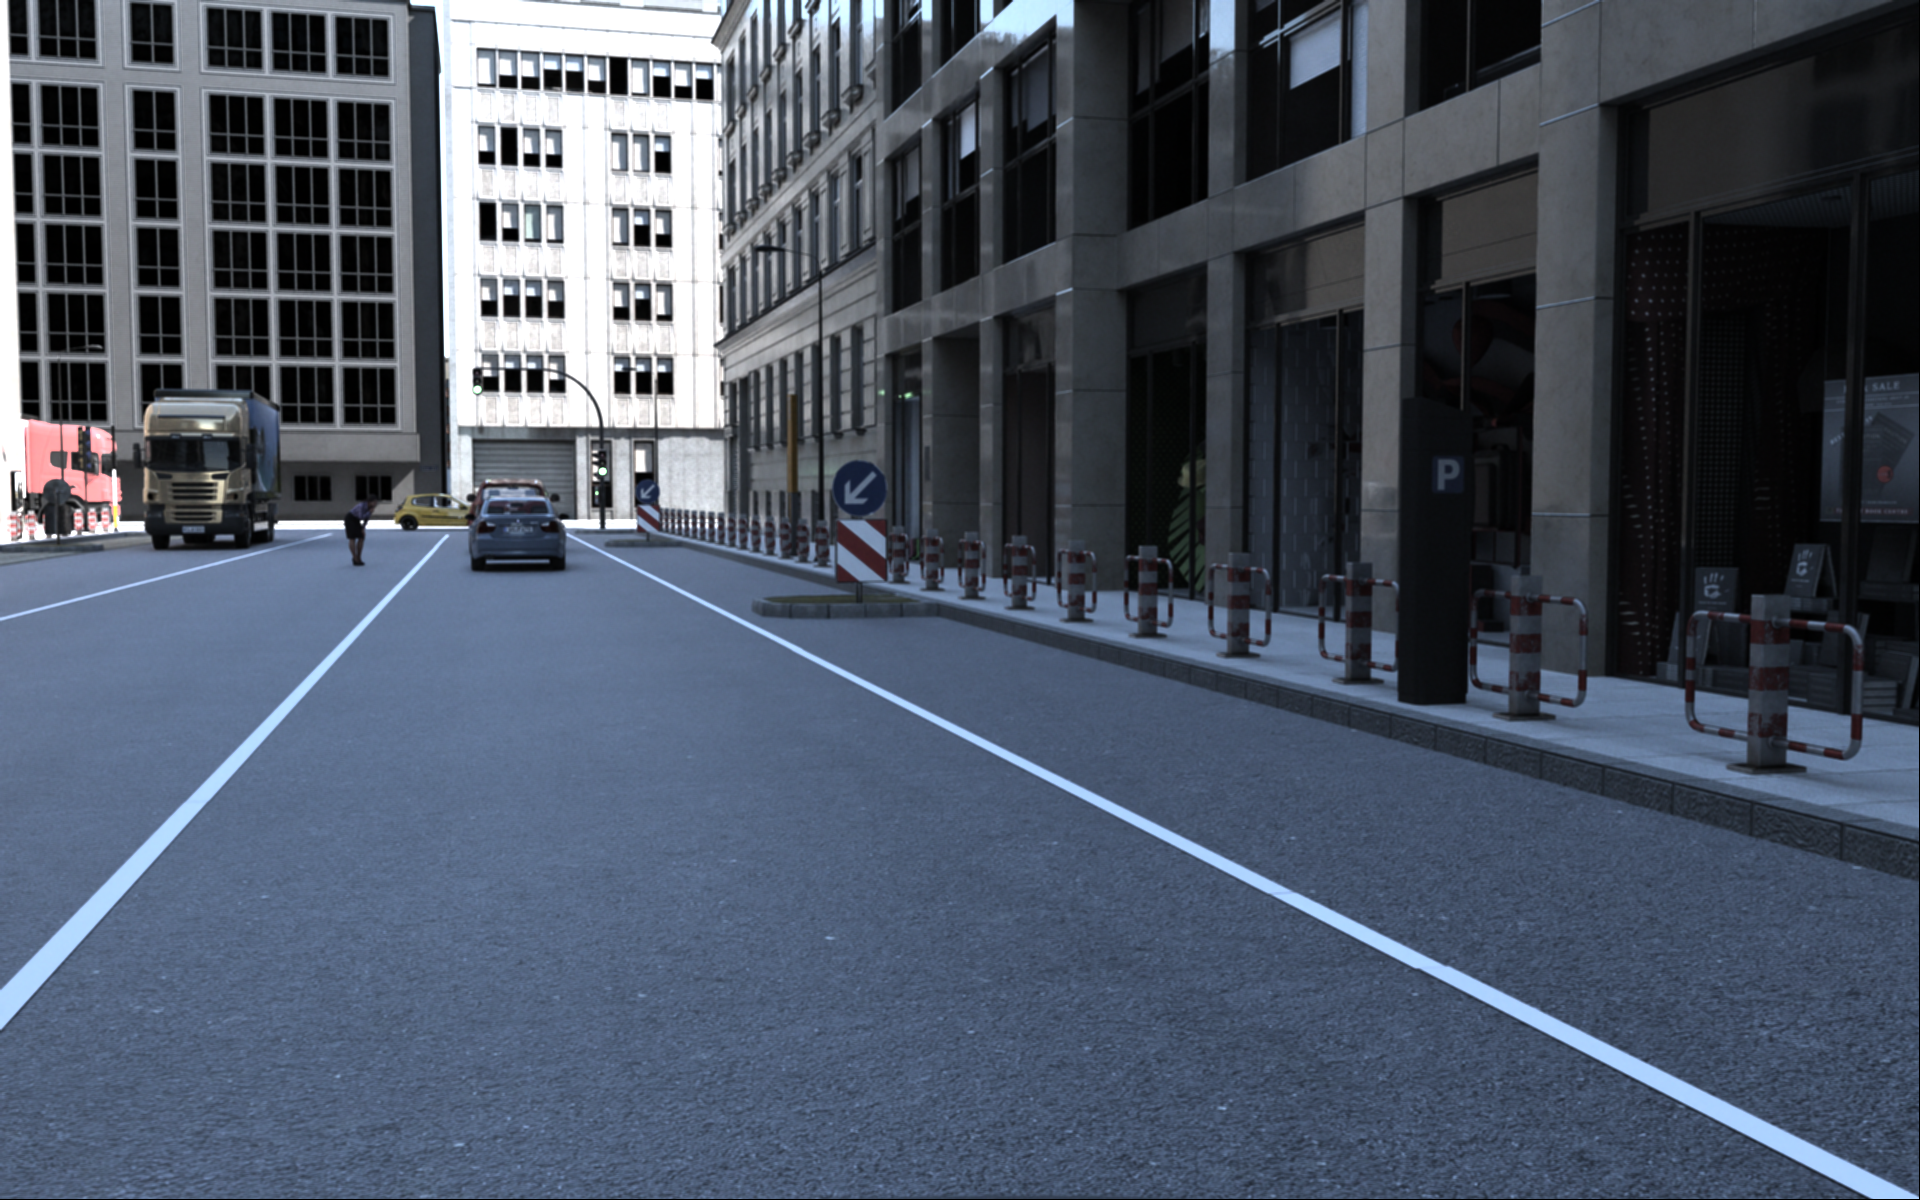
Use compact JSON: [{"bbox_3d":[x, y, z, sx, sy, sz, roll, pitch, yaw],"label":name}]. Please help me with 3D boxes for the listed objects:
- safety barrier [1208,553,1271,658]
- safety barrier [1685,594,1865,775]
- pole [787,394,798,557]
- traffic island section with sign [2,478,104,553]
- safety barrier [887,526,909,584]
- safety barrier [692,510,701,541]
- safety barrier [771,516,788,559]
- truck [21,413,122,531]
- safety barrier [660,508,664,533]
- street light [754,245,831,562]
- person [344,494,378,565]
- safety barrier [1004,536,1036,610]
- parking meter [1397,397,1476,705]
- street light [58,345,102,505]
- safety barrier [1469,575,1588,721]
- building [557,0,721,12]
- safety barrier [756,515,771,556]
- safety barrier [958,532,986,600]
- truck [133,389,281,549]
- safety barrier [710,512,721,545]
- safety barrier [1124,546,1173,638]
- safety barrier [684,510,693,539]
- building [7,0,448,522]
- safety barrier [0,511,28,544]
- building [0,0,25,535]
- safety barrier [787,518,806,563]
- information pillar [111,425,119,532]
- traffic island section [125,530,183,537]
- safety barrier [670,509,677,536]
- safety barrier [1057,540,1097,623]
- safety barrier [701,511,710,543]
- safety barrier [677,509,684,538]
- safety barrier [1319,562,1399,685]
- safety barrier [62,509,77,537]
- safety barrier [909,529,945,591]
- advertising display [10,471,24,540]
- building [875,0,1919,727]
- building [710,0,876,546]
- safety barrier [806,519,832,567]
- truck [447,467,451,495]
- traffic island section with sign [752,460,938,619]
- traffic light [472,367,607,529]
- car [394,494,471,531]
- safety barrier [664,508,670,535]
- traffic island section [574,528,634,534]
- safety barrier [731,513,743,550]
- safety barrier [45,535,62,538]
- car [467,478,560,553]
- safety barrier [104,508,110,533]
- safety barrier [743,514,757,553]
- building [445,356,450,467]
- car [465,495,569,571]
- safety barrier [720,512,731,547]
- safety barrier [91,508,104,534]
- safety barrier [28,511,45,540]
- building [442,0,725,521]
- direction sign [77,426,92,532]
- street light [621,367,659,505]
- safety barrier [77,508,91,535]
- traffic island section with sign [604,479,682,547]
[{"bbox_3d":[2.192,0.040,13.624,0.300,0.817,1.120,-1,4,-15],"label":"safety barrier"},{"bbox_3d":[3.734,0.384,7.997,0.300,0.817,1.120,-1,4,-15],"label":"safety barrier"},{"bbox_3d":[-3.442,-2.552,35.576,0.158,3.312,0.155,0,3,0],"label":"pole"},{"bbox_3d":[-22.522,-2.109,43.109,1.989,1.847,2.006,-1,4,-15],"label":"traffic island section with sign"},{"bbox_3d":[-0.881,-0.647,24.861,0.300,0.817,1.120,-1,4,-15],"label":"safety barrier"},{"bbox_3d":[-7.047,-2.026,47.403,0.300,0.817,1.120,-1,4,-15],"label":"safety barrier"},{"bbox_3d":[-3.451,-1.222,34.260,0.300,0.817,1.120,-1,4,-15],"label":"safety barrier"},{"bbox_3d":[-34.977,-4.386,60.628,11.283,4.237,2.839,-1,4,-16],"label":"truck"},{"bbox_3d":[-9.613,-2.600,56.779,0.300,0.817,1.120,-1,4,-15],"label":"safety barrier"},{"bbox_3d":[-3.152,-3.673,32.599,1.470,5.913,1.316,-1,4,-15],"label":"street light"},{"bbox_3d":[-11.979,-1.405,34.698,0.697,1.427,0.421,1,4,12],"label":"person"},{"bbox_3d":[0.660,-0.304,19.246,0.300,0.817,1.120,-1,4,-15],"label":"safety barrier"},{"bbox_3d":[2.921,-0.300,10.619,0.399,1.863,0.255,-1,4,-18],"label":"parking meter"},{"bbox_3d":[-27.452,-4.986,54.065,1.470,5.913,1.316,-1,4,-15],"label":"street light"},{"bbox_3d":[3.222,0.269,9.869,0.300,0.817,1.120,-1,4,-15],"label":"safety barrier"},{"bbox_3d":[-29.179,-38.497,171.430,21.231,58.520,28.212,-1,4,-15],"label":"building"},{"bbox_3d":[-3.963,-1.337,36.139,0.300,0.817,1.120,-1,4,-15],"label":"safety barrier"},{"bbox_3d":[0.142,-0.418,21.116,0.300,0.817,1.120,-1,4,-15],"label":"safety barrier"},{"bbox_3d":[-20.876,-3.652,48.623,2.839,4.237,11.283,-1,4,-17],"label":"truck"},{"bbox_3d":[-6.018,-1.797,43.657,0.300,0.817,1.120,-1,4,-15],"label":"safety barrier"},{"bbox_3d":[1.681,-0.075,15.497,0.300,0.817,1.120,-1,4,-15],"label":"safety barrier"},{"bbox_3d":[-7.557,-2.141,49.279,0.300,0.817,1.120,-1,4,-15],"label":"safety barrier"},{"bbox_3d":[-37.532,-17.750,83.718,24.014,27.812,14.314,-1,4,-15],"label":"building"},{"bbox_3d":[-25.440,-1.974,46.547,0.300,0.817,1.120,-1,4,-15],"label":"safety barrier"},{"bbox_3d":[-44.981,-14.592,43.096,34.151,26.468,19.350,-1,4,-15],"label":"building"},{"bbox_3d":[-2.934,-1.107,32.367,0.300,0.817,1.120,-1,4,-15],"label":"safety barrier"},{"bbox_3d":[-28.812,-4.138,59.010,0.183,3.616,0.504,-2,4,-26],"label":"information pillar"},{"bbox_3d":[-27.345,-2.280,59.558,2.009,0.180,2.903,-1,4,-15],"label":"traffic island section"},{"bbox_3d":[-8.584,-2.370,53.032,0.300,0.817,1.120,-1,4,-15],"label":"safety barrier"},{"bbox_3d":[1.167,-0.189,17.368,0.300,0.817,1.120,-1,4,-15],"label":"safety barrier"},{"bbox_3d":[-6.531,-1.912,45.529,0.300,0.817,1.120,-1,4,-15],"label":"safety barrier"},{"bbox_3d":[-8.074,-2.256,51.159,0.300,0.817,1.120,-1,4,-15],"label":"safety barrier"},{"bbox_3d":[2.703,0.155,11.742,0.300,0.817,1.120,-1,4,-15],"label":"safety barrier"},{"bbox_3d":[-26.986,-2.319,52.194,0.300,0.817,1.120,-1,4,-15],"label":"safety barrier"},{"bbox_3d":[-0.371,-0.533,22.988,0.300,0.817,1.120,-1,4,-15],"label":"safety barrier"},{"bbox_3d":[-26.284,-2.635,48.297,0.123,1.923,0.974,-1,4,-18],"label":"advertising display"},{"bbox_3d":[12.101,-13.152,19.545,19.350,26.468,34.151,-1,4,-15],"label":"building"},{"bbox_3d":[2.184,-13.278,50.379,16.112,22.955,30.059,-1,4,-15],"label":"building"},{"bbox_3d":[-2.424,-0.992,30.494,0.300,0.817,1.120,-1,4,-15],"label":"safety barrier"},{"bbox_3d":[-53.770,-11.876,183.084,2.839,4.237,11.283,-1,4,-15],"label":"truck"},{"bbox_3d":[-1.468,-0.753,20.932,1.989,1.847,2.006,-1,4,-15],"label":"traffic island section with sign"},{"bbox_3d":[-15.111,-5.380,62.629,4.771,5.953,1.251,-1,4,-15],"label":"traffic light"},{"bbox_3d":[-20.376,-3.577,68.701,3.980,1.641,2.015,-1,4,-13],"label":"car"},{"bbox_3d":[-9.100,-2.485,54.907,0.300,0.817,1.120,-1,4,-15],"label":"safety barrier"},{"bbox_3d":[-13.075,-2.517,63.442,2.009,0.180,2.903,-1,4,-15],"label":"traffic island section"},{"bbox_3d":[-4.993,-1.567,39.899,0.300,0.817,1.120,-1,4,-15],"label":"safety barrier"},{"bbox_3d":[-26.474,-2.204,50.304,0.300,0.817,1.120,-1,4,-15],"label":"safety barrier"},{"bbox_3d":[-11.155,-2.115,43.250,2.281,1.827,5.304,-1,4,-13],"label":"car"},{"bbox_3d":[-28.529,-2.664,57.832,0.300,0.817,1.120,-1,4,-15],"label":"safety barrier"},{"bbox_3d":[-4.481,-1.452,38.018,0.300,0.817,1.120,-1,4,-15],"label":"safety barrier"},{"bbox_3d":[-68.612,-24.735,249.454,28.899,21.520,27.650,-1,4,-15],"label":"building"},{"bbox_3d":[-8.651,-1.338,33.875,2.014,1.417,4.499,-1,4,-15],"label":"car"},{"bbox_3d":[-5.501,-1.683,41.786,0.300,0.817,1.120,-1,4,-15],"label":"safety barrier"},{"bbox_3d":[-28.017,-2.548,55.940,0.300,0.817,1.120,-1,4,-15],"label":"safety barrier"},{"bbox_3d":[-25.965,-2.089,48.431,0.300,0.817,1.120,-1,4,-15],"label":"safety barrier"},{"bbox_3d":[-15.932,-16.582,89.137,19.932,24.808,12.078,-1,4,-15],"label":"building"},{"bbox_3d":[-29.305,-4.040,58.045,0.876,3.537,0.379,3,4,38],"label":"direction sign"},{"bbox_3d":[-11.707,-5.575,63.689,1.470,5.913,1.316,-1,4,-15],"label":"street light"},{"bbox_3d":[-27.504,-2.434,54.068,0.300,0.817,1.120,-1,4,-15],"label":"safety barrier"},{"bbox_3d":[-8.734,-2.378,47.502,1.989,1.847,2.006,-1,4,-15],"label":"traffic island section with sign"}]
